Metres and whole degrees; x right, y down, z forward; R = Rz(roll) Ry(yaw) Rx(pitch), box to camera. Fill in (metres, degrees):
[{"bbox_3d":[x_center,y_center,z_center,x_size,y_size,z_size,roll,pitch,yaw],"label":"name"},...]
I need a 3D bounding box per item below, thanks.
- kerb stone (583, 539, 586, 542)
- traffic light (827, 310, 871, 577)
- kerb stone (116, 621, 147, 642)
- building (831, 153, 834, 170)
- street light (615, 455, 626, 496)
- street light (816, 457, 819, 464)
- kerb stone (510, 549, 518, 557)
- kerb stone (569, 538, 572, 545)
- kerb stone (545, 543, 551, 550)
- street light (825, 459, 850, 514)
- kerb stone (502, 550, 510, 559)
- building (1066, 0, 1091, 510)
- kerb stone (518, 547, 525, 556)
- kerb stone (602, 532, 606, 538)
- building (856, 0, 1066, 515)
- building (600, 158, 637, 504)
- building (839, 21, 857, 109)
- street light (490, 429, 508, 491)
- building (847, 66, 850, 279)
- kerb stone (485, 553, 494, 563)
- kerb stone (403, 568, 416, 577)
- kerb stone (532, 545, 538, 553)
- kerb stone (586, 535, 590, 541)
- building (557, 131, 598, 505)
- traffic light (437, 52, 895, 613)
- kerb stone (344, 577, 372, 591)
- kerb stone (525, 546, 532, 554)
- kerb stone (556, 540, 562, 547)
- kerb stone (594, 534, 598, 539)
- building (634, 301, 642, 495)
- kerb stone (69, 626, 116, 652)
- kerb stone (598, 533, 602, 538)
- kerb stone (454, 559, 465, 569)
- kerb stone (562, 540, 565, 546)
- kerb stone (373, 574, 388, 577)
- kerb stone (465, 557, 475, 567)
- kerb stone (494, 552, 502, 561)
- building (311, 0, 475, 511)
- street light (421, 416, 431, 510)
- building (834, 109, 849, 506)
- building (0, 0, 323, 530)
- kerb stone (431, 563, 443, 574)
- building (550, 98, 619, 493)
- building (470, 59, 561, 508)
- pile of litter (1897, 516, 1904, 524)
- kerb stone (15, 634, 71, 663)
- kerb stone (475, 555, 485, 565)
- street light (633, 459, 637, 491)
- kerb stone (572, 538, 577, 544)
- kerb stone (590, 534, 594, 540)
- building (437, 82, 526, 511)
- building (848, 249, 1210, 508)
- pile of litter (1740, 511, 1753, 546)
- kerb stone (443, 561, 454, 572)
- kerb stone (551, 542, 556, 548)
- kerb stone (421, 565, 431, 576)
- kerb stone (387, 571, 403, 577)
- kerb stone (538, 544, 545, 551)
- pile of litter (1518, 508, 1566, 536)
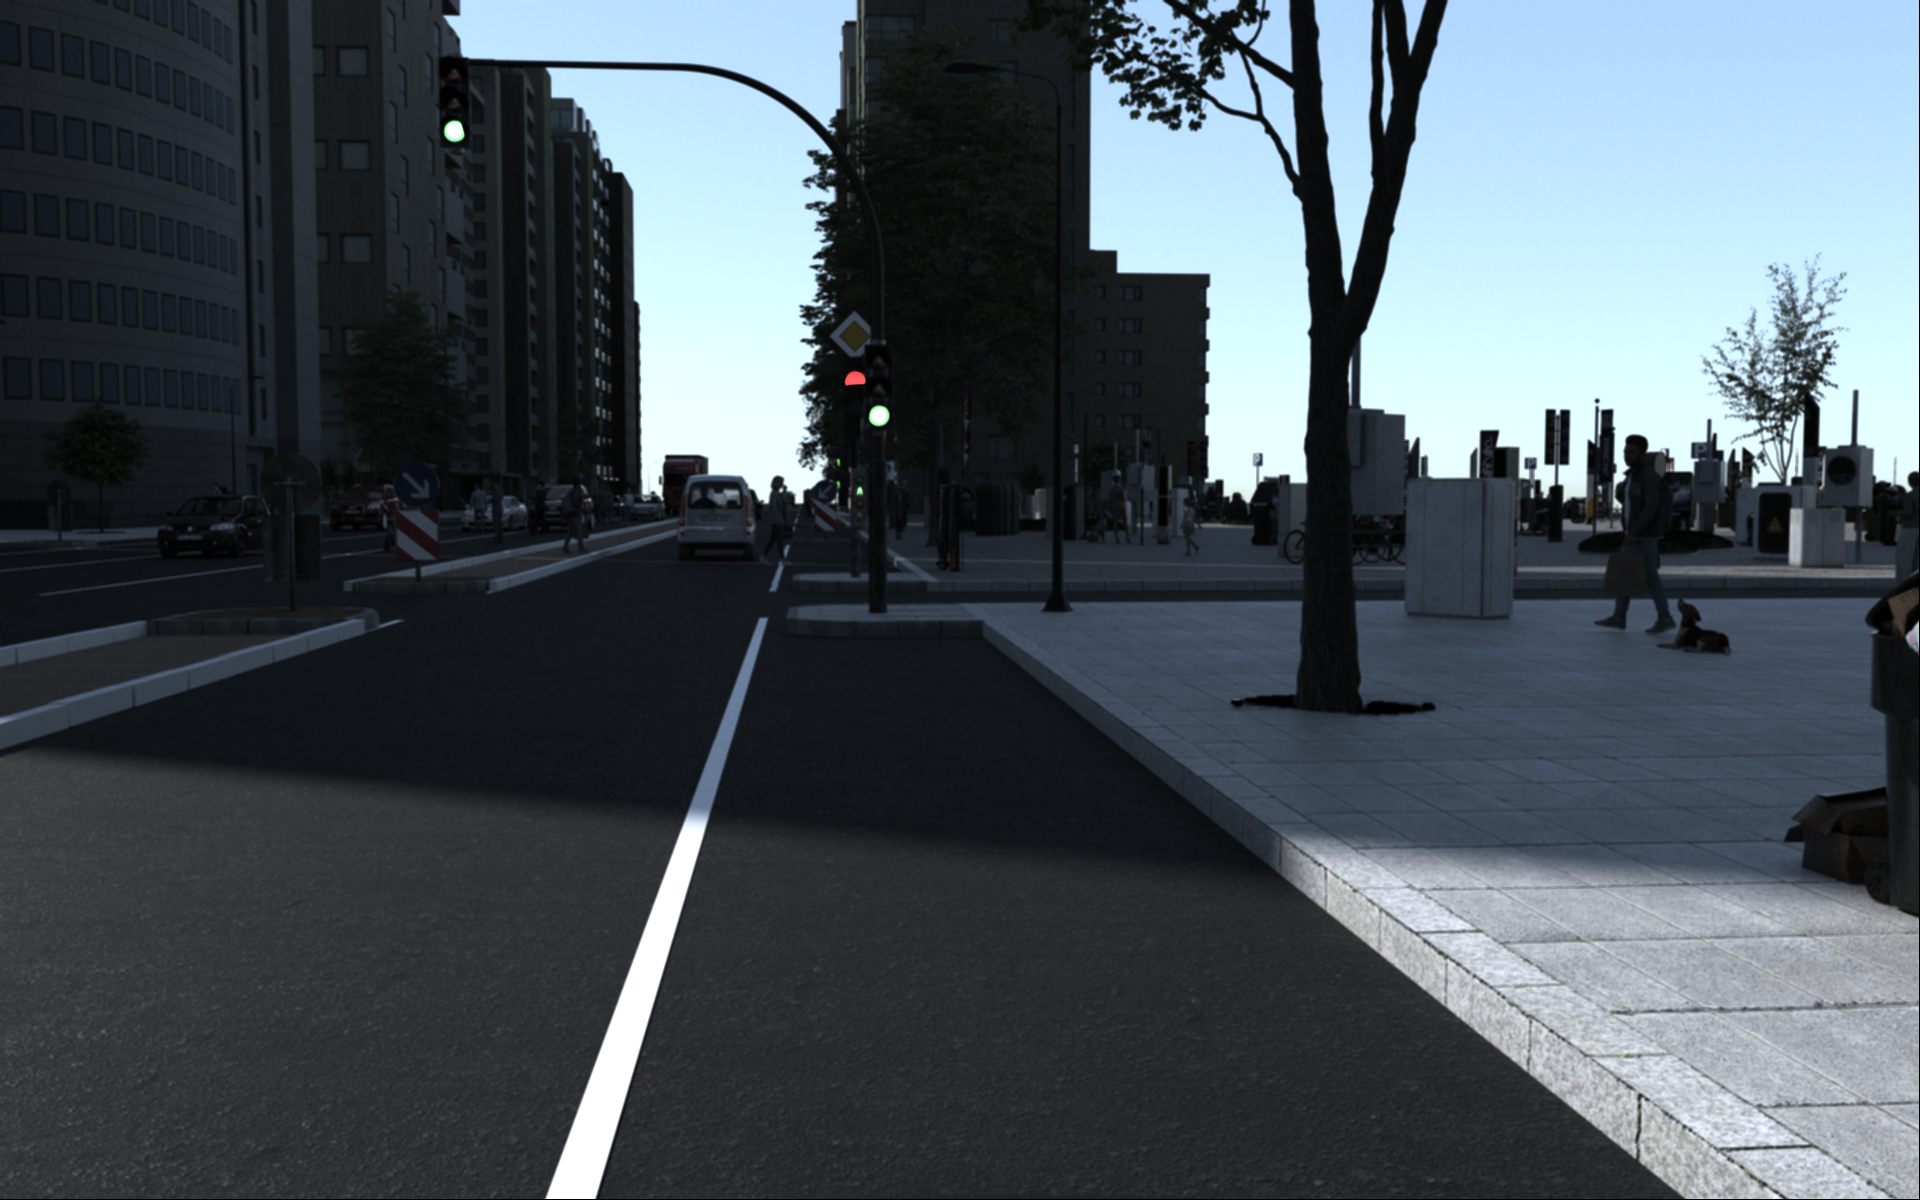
[{"bbox_3d":[-11.280,-1.780,51.317,0.120,0.150,1.000,0,4,-5],"label":"kerb stone"},{"bbox_3d":[-1.629,-2.306,26.622,0.839,4.253,0.868,0,4,-5],"label":"traffic light"},{"bbox_3d":[-8.213,0.318,17.080,0.120,0.150,1.000,0,4,-5],"label":"kerb stone"},{"bbox_3d":[-3.754,-40.270,247.658,28.713,52.752,27.495,0,4,-5],"label":"building"},{"bbox_3d":[-40.342,-14.250,205.530,1.470,5.913,1.316,0,4,-5],"label":"street light"},{"bbox_3d":[-13.796,-12.557,177.845,1.470,5.913,1.316,0,4,-5],"label":"street light"},{"bbox_3d":[-10.182,-1.034,39.095,0.120,0.150,1.000,0,4,-5],"label":"kerb stone"},{"bbox_3d":[-11.001,-1.593,48.262,0.120,0.150,1.000,0,4,-5],"label":"kerb stone"},{"bbox_3d":[-10.645,-1.345,44.190,0.120,0.150,1.000,0,4,-5],"label":"kerb stone"},{"bbox_3d":[-7.936,-8.632,113.669,1.470,5.913,1.316,0,4,-5],"label":"street light"},{"bbox_3d":[-10.088,-0.971,38.074,0.120,0.150,1.000,0,4,-5],"label":"kerb stone"},{"bbox_3d":[0.606,-26.237,112.563,14.154,41.232,14.086,0,4,-5],"label":"building"},{"bbox_3d":[-10.281,-1.096,40.113,0.120,0.150,1.000,0,4,-5],"label":"kerb stone"},{"bbox_3d":[-11.743,-2.087,56.427,0.120,0.150,1.000,0,4,-5],"label":"kerb stone"},{"bbox_3d":[-0.532,-27.094,126.576,14.154,41.232,14.086,0,4,-5],"label":"building"},{"bbox_3d":[-51.663,-35.730,234.292,14.600,45.320,14.200,0,4,-5],"label":"building"},{"bbox_3d":[-4.520,-41.437,219.501,21.231,58.520,28.212,0,4,-5],"label":"building"},{"bbox_3d":[-32.835,-9.224,123.354,1.470,5.913,1.316,0,4,-5],"label":"street light"},{"bbox_3d":[-3.963,-29.739,169.830,14.154,41.232,14.086,0,4,-5],"label":"building"},{"bbox_3d":[-9.910,-0.843,36.033,0.120,0.150,1.000,0,4,-5],"label":"kerb stone"},{"bbox_3d":[-9.268,-0.406,28.885,0.120,0.150,1.000,0,4,-5],"label":"kerb stone"},{"bbox_3d":[-10.462,-1.221,42.154,0.120,0.150,1.000,0,4,-5],"label":"kerb stone"},{"bbox_3d":[-11.369,-1.843,52.335,0.120,0.150,1.000,0,4,-5],"label":"kerb stone"},{"bbox_3d":[-47.820,-30.939,189.451,14.154,41.232,14.086,0,4,-5],"label":"building"},{"bbox_3d":[-2.992,-2.671,18.341,4.771,5.953,1.251,0,4,-5],"label":"traffic light"},{"bbox_3d":[-8.995,-0.222,25.820,0.120,0.150,1.000,0,4,-5],"label":"kerb stone"},{"bbox_3d":[-10.372,-1.158,41.131,0.120,0.150,1.000,0,4,-5],"label":"kerb stone"},{"bbox_3d":[-10.821,-1.469,46.226,0.120,0.150,1.000,0,4,-5],"label":"kerb stone"},{"bbox_3d":[-11.559,-1.968,54.373,0.120,0.150,1.000,0,4,-5],"label":"kerb stone"},{"bbox_3d":[-53.575,-29.183,248.842,14.160,30.474,14.107,0,4,-5],"label":"building"},{"bbox_3d":[-8.116,0.375,16.060,0.120,0.150,1.000,0,4,-5],"label":"kerb stone"},{"bbox_3d":[-11.649,-2.031,55.397,0.120,0.150,1.000,0,4,-5],"label":"kerb stone"},{"bbox_3d":[-9.642,-0.660,32.979,0.120,0.150,1.000,0,4,-5],"label":"kerb stone"},{"bbox_3d":[-10.910,-1.532,47.244,0.120,0.150,1.000,0,4,-5],"label":"kerb stone"},{"bbox_3d":[-9.092,-0.279,26.839,0.120,0.150,1.000,0,4,-5],"label":"kerb stone"},{"bbox_3d":[-9.733,-0.722,33.997,0.120,0.150,1.000,0,4,-5],"label":"kerb stone"},{"bbox_3d":[-10.000,-0.908,37.056,0.120,0.150,1.000,0,4,-5],"label":"kerb stone"},{"bbox_3d":[-48.161,-32.015,112.691,28.713,52.752,27.495,0,4,-5],"label":"building"},{"bbox_3d":[-30.942,-7.887,101.488,1.470,5.913,1.316,0,4,-5],"label":"street light"},{"bbox_3d":[-7.286,-33.526,198.260,14.600,45.320,14.200,0,4,-5],"label":"building"},{"bbox_3d":[-41.689,-32.397,71.691,21.231,58.520,28.212,0,4,-5],"label":"building"},{"bbox_3d":[-9.448,-0.534,30.932,0.120,0.150,1.000,0,4,-5],"label":"kerb stone"},{"bbox_3d":[-54.780,-36.165,210.910,23.786,49.044,30.456,0,4,-5],"label":"building"},{"bbox_3d":[-45.385,-29.078,159.023,14.154,41.232,14.086,0,4,-5],"label":"building"},{"bbox_3d":[39.965,-3.661,73.819,1.176,0.858,1.719,1,4,8],"label":"pile of litter"},{"bbox_3d":[-8.021,0.438,15.042,0.120,0.150,1.000,0,4,-5],"label":"kerb stone"},{"bbox_3d":[-9.813,-0.783,35.016,0.120,0.150,1.000,0,4,-5],"label":"kerb stone"},{"bbox_3d":[-42.209,-15.546,226.714,1.470,5.913,1.316,0,4,-5],"label":"street light"},{"bbox_3d":[-11.100,-1.656,49.281,0.120,0.150,1.000,0,4,-5],"label":"kerb stone"},{"bbox_3d":[-11.468,-1.906,53.352,0.120,0.150,1.000,0,4,-5],"label":"kerb stone"},{"bbox_3d":[-52.716,-27.366,139.320,32.217,40.220,23.993,0,4,-5],"label":"building"},{"bbox_3d":[4.534,-18.607,149.262,27.650,21.520,28.899,0,4,-5],"label":"building"},{"bbox_3d":[19.813,-1.749,42.559,1.176,0.858,1.719,2,4,29],"label":"pile of litter"},{"bbox_3d":[-9.556,-0.597,31.959,0.120,0.150,1.000,0,4,-5],"label":"kerb stone"},{"bbox_3d":[-10.734,-1.406,45.208,0.120,0.150,1.000,0,4,-5],"label":"kerb stone"},{"bbox_3d":[-9.358,-0.472,29.914,0.120,0.150,1.000,0,4,-5],"label":"kerb stone"},{"bbox_3d":[-9.177,-0.346,27.859,0.120,0.150,1.000,0,4,-5],"label":"kerb stone"},{"bbox_3d":[-10.553,-1.283,43.172,0.120,0.150,1.000,0,4,-5],"label":"kerb stone"},{"bbox_3d":[17.869,-2.414,53.434,1.176,0.858,1.719,-1,4,-19],"label":"pile of litter"}]
